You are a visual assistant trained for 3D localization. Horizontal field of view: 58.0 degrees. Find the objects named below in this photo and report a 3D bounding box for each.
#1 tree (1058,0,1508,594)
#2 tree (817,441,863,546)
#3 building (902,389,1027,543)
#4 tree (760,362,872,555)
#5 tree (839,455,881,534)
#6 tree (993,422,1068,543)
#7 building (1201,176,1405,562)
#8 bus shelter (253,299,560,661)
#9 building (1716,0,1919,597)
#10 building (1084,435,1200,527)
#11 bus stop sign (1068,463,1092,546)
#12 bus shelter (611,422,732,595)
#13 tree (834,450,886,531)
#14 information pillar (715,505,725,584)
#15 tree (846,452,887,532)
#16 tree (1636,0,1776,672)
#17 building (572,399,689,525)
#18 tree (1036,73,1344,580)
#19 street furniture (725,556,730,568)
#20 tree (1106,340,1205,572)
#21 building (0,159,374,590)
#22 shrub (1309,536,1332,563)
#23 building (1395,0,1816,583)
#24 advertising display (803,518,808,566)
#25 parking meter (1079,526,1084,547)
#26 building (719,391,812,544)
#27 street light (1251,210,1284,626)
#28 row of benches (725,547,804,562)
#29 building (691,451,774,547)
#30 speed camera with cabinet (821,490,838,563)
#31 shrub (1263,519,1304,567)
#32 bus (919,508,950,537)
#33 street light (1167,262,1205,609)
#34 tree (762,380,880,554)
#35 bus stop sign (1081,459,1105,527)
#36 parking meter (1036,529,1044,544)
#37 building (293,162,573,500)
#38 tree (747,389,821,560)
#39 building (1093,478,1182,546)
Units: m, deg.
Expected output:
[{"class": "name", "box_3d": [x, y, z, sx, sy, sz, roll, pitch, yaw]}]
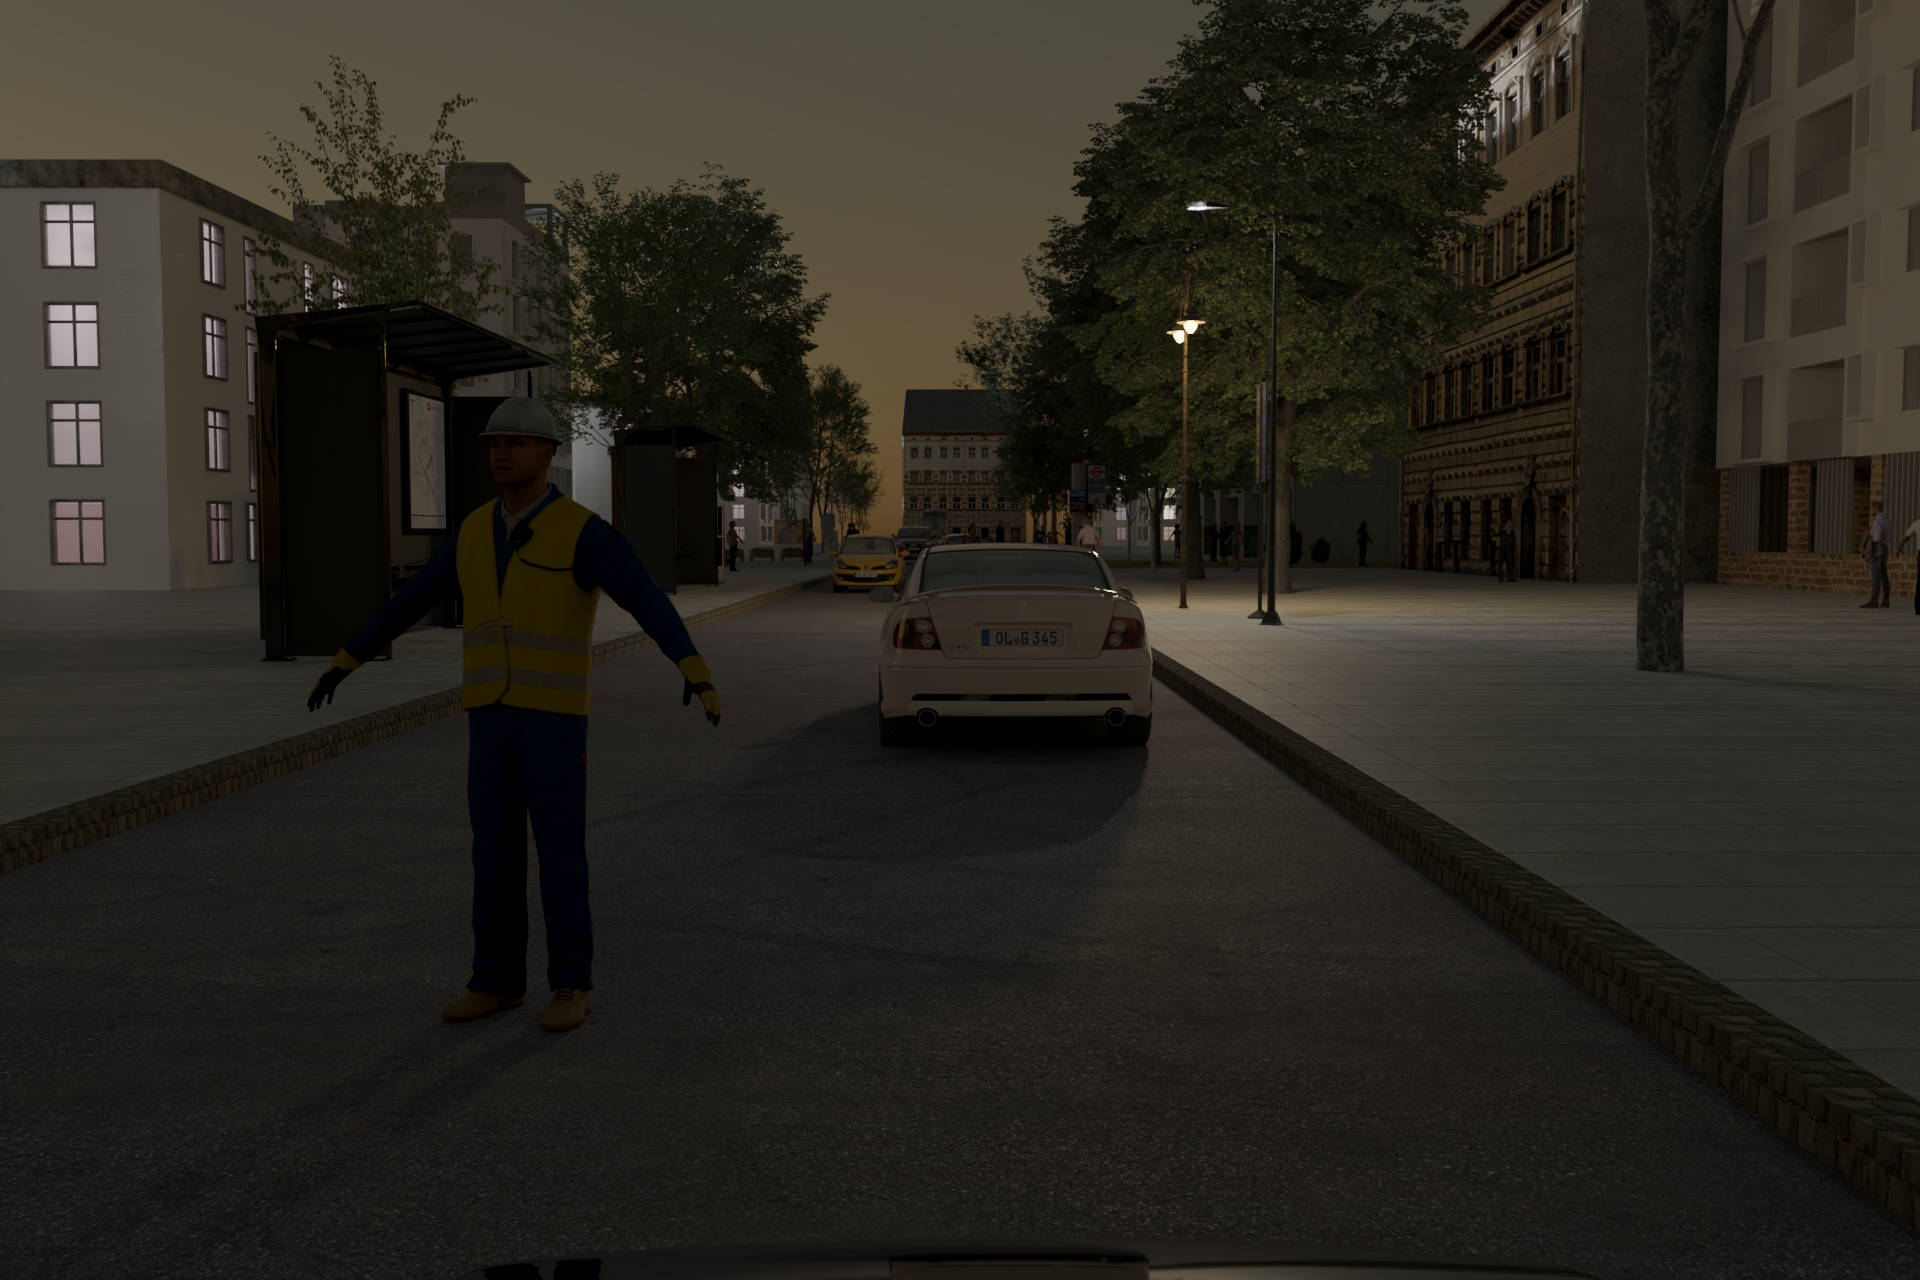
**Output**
[{"class": "tree", "box_3d": [6.774, -7.978, 37.100, 9.857, 13.997, 8.962, 0, 3, 0]}, {"class": "tree", "box_3d": [-8.717, -10.963, 129.614, 4.360, 8.622, 3.978, 0, 3, 0]}, {"class": "building", "box_3d": [0.933, -26.139, 260.761, 18.063, 23.208, 19.493, 0, 4, 2]}, {"class": "tree", "box_3d": [-8.864, -10.912, 104.169, 9.928, 11.665, 9.643, 0, 3, 0]}, {"class": "tree", "box_3d": [-8.749, -12.818, 159.937, 4.360, 8.622, 3.978, 0, 3, 0]}, {"class": "tree", "box_3d": [6.759, -13.957, 153.959, 9.928, 11.665, 9.643, 0, 3, 0]}, {"class": "building", "box_3d": [23.595, -13.914, 93.951, 16.747, 18.905, 31.486, 0, 4, 0]}, {"class": "bus shelter", "box_3d": [-6.279, -1.787, 20.496, 1.731, 3.624, 6.357, 0, 3, 0]}, {"class": "building", "box_3d": [24.099, -11.303, 41.230, 16.016, 20.090, 11.380, 0, 3, 0]}, {"class": "building", "box_3d": [25.411, -23.686, 218.193, 19.493, 23.208, 18.063, 0, 3, 0]}, {"class": "bus stop sign", "box_3d": [4.472, -4.624, 64.612, 0.837, 3.901, 0.837, 0, 4, -1]}, {"class": "bus shelter", "box_3d": [-6.444, -2.939, 39.335, 1.731, 3.624, 6.357, 0, 4, 0]}, {"class": "tree", "box_3d": [-8.819, -11.556, 139.295, 4.360, 8.622, 3.978, 0, 3, 0]}, {"class": "information pillar", "box_3d": [-6.206, -2.447, 44.508, 0.304, 2.012, 0.304, 0, 4, 0]}, {"class": "tree", "box_3d": [-8.896, -12.096, 148.127, 4.360, 8.622, 3.978, 0, 3, 0]}, {"class": "tree", "box_3d": [6.348, -9.685, 14.241, 12.611, 20.169, 13.585, 0, 3, 0]}, {"class": "building", "box_3d": [-23.302, -10.924, 120.759, 9.099, 9.664, 28.070, 0, 4, -1]}, {"class": "tree", "box_3d": [6.643, -8.683, 48.625, 9.857, 13.997, 8.962, 0, 3, 0]}, {"class": "street furniture", "box_3d": [-11.921, -3.351, 70.411, 5.734, 0.657, 10.072, 0, 4, -3]}, {"class": "tree", "box_3d": [6.605, -6.592, 58.145, 4.737, 8.622, 4.395, 0, 3, 0]}, {"class": "building", "box_3d": [-22.422, -6.780, 53.007, 9.099, 9.664, 28.070, 0, 3, 0]}, {"class": "shrub", "box_3d": [16.000, -4.021, 76.861, 1.383, 1.207, 1.383, 0, 3, 0]}, {"class": "building", "box_3d": [25.268, -13.611, 53.477, 19.493, 23.208, 18.063, 0, 4, 0]}, {"class": "advertising display", "box_3d": [-6.237, -3.959, 69.945, 0.123, 1.923, 0.974, 0, 3, 0]}, {"class": "parking meter", "box_3d": [3.914, -2.794, 54.091, 0.372, 1.533, 0.369, 0, 3, 0]}, {"class": "building", "box_3d": [-24.423, -21.957, 215.423, 16.016, 20.090, 11.380, 0, 4, 0]}, {"class": "street light", "box_3d": [4.937, -3.165, 24.281, 1.470, 5.913, 1.316, 0, 3, 0]}, {"class": "row of benches", "box_3d": [-9.156, -4.004, 80.934, 4.104, 0.672, 1.422, -1, 4, -16]}, {"class": "building", "box_3d": [-24.661, -15.067, 188.496, 9.099, 9.664, 28.070, 0, 3, 0]}, {"class": "speed camera with cabinet", "box_3d": [-5.898, -5.126, 78.147, 0.660, 3.252, 2.038, 0, 4, 2]}, {"class": "shrub", "box_3d": [12.475, -3.812, 66.743, 1.690, 2.028, 1.600, 0, 3, 0]}, {"class": "bus", "box_3d": [-2.378, -10.902, 169.798, 2.896, 3.916, 12.251, 0, 4, 0]}, {"class": "street light", "box_3d": [3.858, -3.483, 29.731, 0.468, 5.910, 1.993, 0, 4, 0]}, {"class": "tree", "box_3d": [-9.117, -11.539, 114.410, 9.928, 11.665, 9.643, 0, 3, 0]}, {"class": "bus stop sign", "box_3d": [4.707, -4.446, 61.403, 0.855, 3.939, 0.416, 0, 4, 0]}, {"class": "parking meter", "box_3d": [3.788, -4.523, 82.362, 0.372, 1.533, 0.369, 0, 3, 0]}, {"class": "building", "box_3d": [-27.943, -14.260, 89.566, 16.016, 20.090, 11.380, 0, 4, 0]}, {"class": "tree", "box_3d": [-8.683, -8.301, 86.085, 4.737, 8.622, 4.395, 0, 3, 0]}, {"class": "building", "box_3d": [20.461, -15.434, 194.497, 9.099, 9.664, 28.070, 0, 3, 0]}]
